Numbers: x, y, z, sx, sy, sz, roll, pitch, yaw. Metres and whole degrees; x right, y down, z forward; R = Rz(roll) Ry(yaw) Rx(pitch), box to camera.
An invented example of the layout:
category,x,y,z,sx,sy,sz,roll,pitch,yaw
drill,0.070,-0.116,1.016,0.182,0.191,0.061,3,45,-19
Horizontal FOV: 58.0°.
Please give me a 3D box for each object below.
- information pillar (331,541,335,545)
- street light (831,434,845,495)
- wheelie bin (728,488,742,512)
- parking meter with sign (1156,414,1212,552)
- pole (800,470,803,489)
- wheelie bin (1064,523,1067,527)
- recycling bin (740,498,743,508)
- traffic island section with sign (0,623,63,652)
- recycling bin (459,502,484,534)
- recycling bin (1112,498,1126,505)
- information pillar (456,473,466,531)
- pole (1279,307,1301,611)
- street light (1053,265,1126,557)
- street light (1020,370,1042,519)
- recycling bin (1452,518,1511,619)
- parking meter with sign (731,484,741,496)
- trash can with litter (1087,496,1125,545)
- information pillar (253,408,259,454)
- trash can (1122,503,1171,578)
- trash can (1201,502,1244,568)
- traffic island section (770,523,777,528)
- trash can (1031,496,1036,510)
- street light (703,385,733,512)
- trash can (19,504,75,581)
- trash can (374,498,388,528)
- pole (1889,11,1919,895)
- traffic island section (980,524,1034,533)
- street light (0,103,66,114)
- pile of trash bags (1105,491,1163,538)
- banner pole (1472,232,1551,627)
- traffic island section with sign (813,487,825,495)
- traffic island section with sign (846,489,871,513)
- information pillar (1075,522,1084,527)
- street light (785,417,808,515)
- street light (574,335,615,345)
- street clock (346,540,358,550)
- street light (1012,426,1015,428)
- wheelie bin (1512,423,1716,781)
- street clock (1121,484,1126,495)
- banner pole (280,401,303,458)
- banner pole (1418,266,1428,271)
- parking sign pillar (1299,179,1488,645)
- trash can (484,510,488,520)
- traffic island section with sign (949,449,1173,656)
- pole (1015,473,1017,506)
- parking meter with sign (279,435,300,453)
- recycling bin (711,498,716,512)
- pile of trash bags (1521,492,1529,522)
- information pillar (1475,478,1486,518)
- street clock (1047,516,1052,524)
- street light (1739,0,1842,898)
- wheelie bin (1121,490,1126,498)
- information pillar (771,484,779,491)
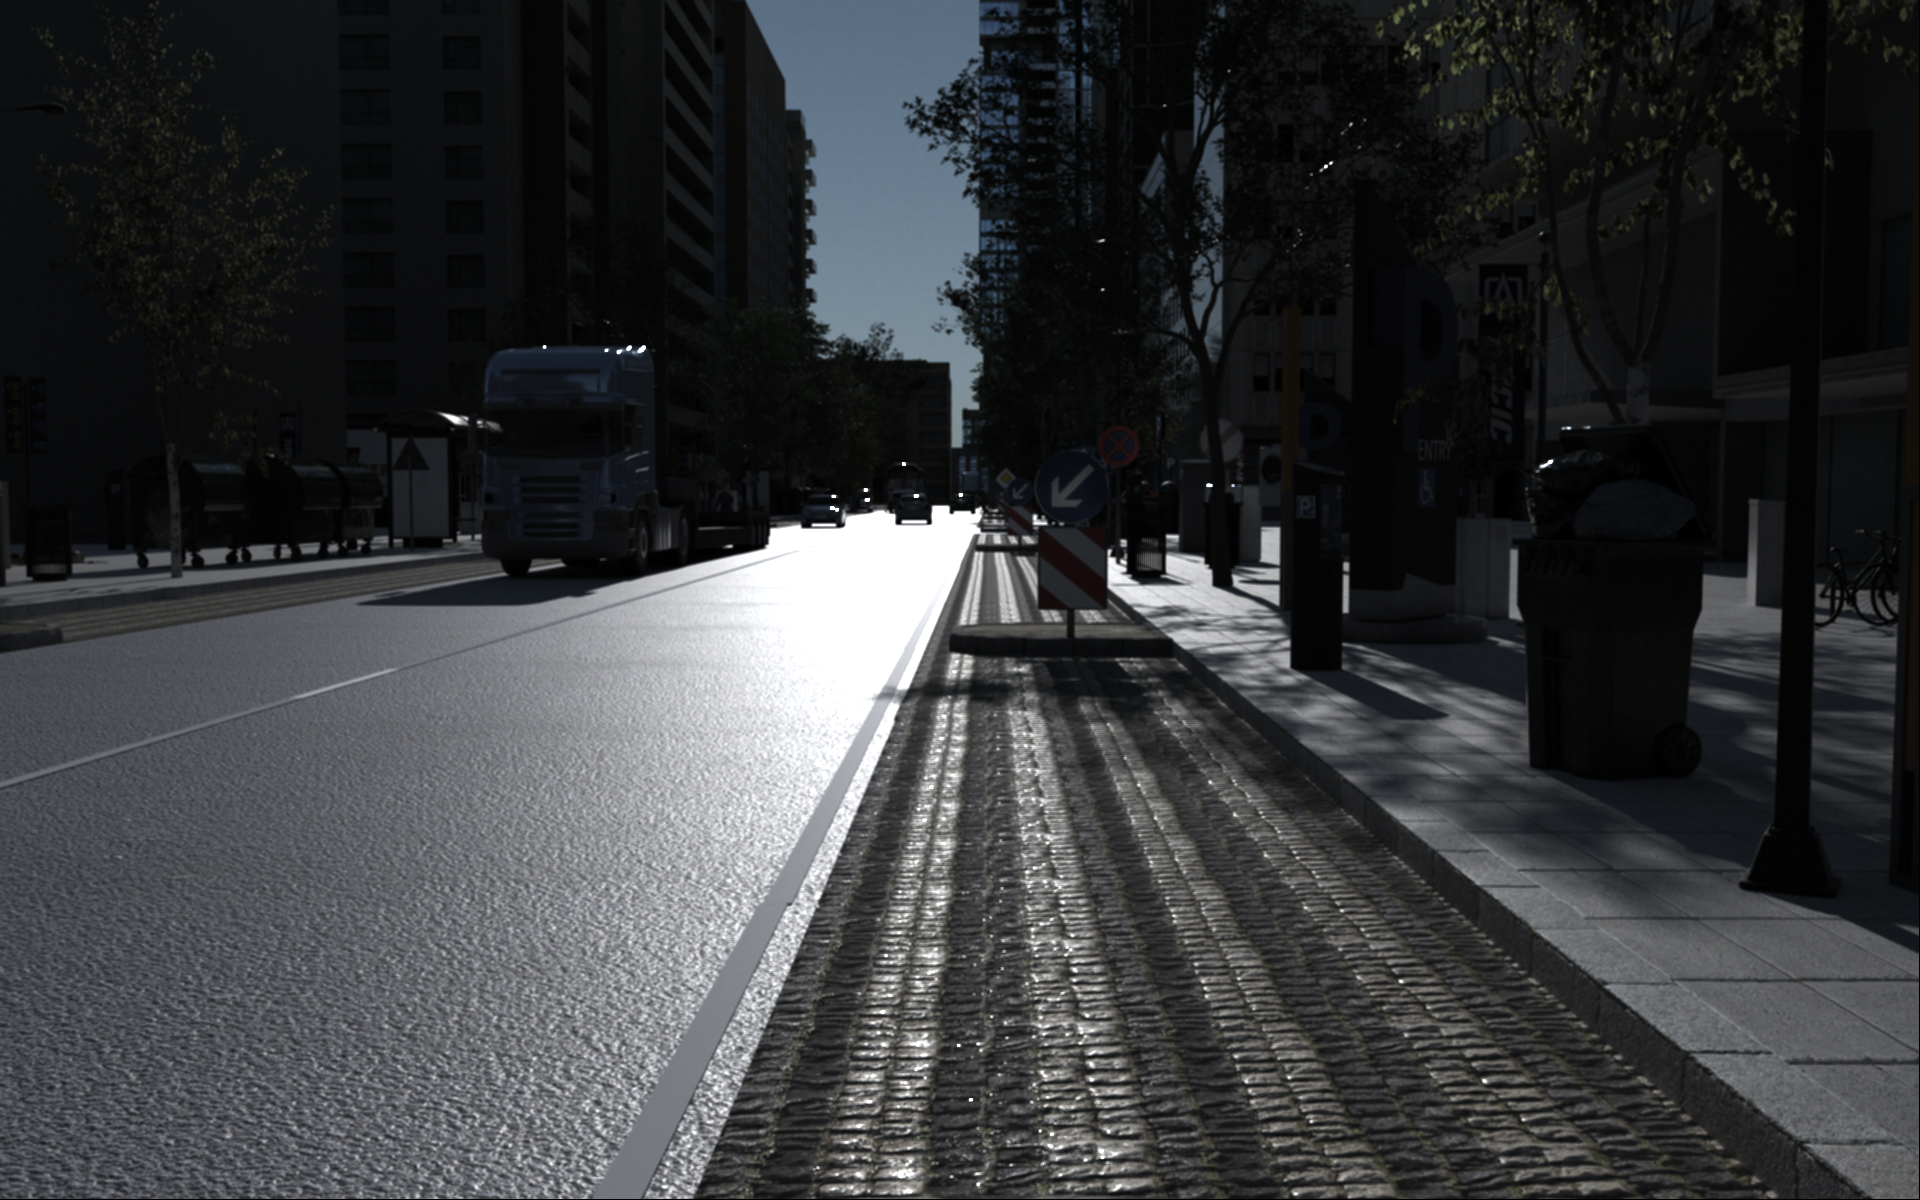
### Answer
category,x,y,z,sx,sy,sz,roll,pitch,yaw
information pillar,-16.020,-2.406,43.830,0.304,2.012,0.304,0,4,-4
street light,-9.466,-9.912,134.594,1.470,5.913,1.316,0,4,1
wheelie bin,-11.678,-4.962,89.038,0.980,1.594,0.693,0,4,4
parking meter with sign,5.229,-2.568,38.243,1.738,3.016,0.543,0,4,-6
pole,-11.075,-7.774,120.954,0.158,3.312,0.155,0,3,0
wheelie bin,4.162,-3.370,63.002,0.980,1.594,0.693,2,4,31
recycling bin,-13.688,-5.667,105.209,0.722,1.027,0.722,3,5,41
traffic island section with sign,-9.627,-0.461,16.162,1.989,1.847,2.006,0,4,1
recycling bin,-15.757,-2.649,55.863,0.722,1.027,0.722,-1,4,-21
recycling bin,9.517,-5.585,103.870,0.722,1.027,0.722,-1,4,-9
information pillar,-17.267,-3.382,59.788,0.304,2.012,0.304,2,4,26
pole,3.617,-1.537,18.980,0.158,3.312,0.155,0,3,0
street light,2.678,-3.835,35.242,1.470,5.913,1.316,0,4,1
street light,3.097,-5.654,64.977,1.470,5.913,1.316,0,4,1
recycling bin,5.203,-0.332,17.979,0.722,1.027,0.722,-2,4,-31
parking meter with sign,-16.637,-8.081,128.392,1.738,3.016,0.543,-1,4,-20
trash can with litter,3.531,-1.954,43.337,0.624,1.170,1.055,2,4,34
information pillar,-19.062,-3.400,46.950,0.183,3.616,0.504,-1,4,-16
trash can,2.873,-0.920,26.688,0.748,1.137,0.748,0,3,0
trash can,4.558,-1.128,30.096,0.748,1.137,0.748,0,3,0
traffic island section,-8.924,-3.163,73.995,2.009,0.180,2.903,0,4,1
trash can,6.127,-7.952,141.669,0.748,1.137,0.748,0,3,0
street light,-10.369,-6.204,73.978,1.470,5.913,1.316,0,4,1
trash can,-13.517,-0.858,25.686,0.748,1.137,0.748,0,3,0
trash can,-22.115,-3.333,66.152,0.748,1.137,0.748,0,3,0
pole,3.140,-0.714,5.525,0.158,3.312,0.155,0,3,0
traffic island section,1.775,-2.663,65.816,2.009,0.180,2.903,0,4,1
street light,-11.315,-2.947,20.724,1.470,5.913,1.316,0,4,1
pile of trash bags,5.127,-2.505,50.702,1.912,1.369,3.447,-1,4,-16
banner pole,5.354,-1.628,16.629,0.863,3.779,0.401,0,4,0
traffic island section with sign,-8.132,-5.602,100.214,1.989,1.847,2.006,0,4,1
traffic island section with sign,-7.648,-7.312,128.172,1.989,1.847,2.006,0,4,1
information pillar,3.242,-2.637,47.606,0.304,2.012,0.304,3,4,38
street light,-9.822,-8.034,103.893,1.470,5.913,1.316,0,4,1
street light,-10.772,-4.785,50.770,1.470,5.913,1.316,0,4,1
street clock,-13.971,-2.151,39.733,0.471,2.002,0.358,-3,5,-43
street light,3.494,-7.044,87.707,1.470,5.913,1.316,0,4,1
wheelie bin,2.992,-0.004,7.976,0.693,1.594,0.980,-1,4,-21
street clock,11.989,-7.495,127.108,0.358,2.002,0.471,-3,5,-44
banner pole,-18.014,-3.476,46.847,0.863,3.779,0.401,1,4,13
banner pole,4.941,-1.790,19.289,0.401,3.779,0.863,-2,4,-33
parking sign pillar,3.957,-1.644,15.353,1.447,3.967,1.447,3,5,40
trash can,-13.105,-2.271,48.784,0.748,1.137,0.748,0,3,0
traffic island section with sign,0.903,-0.463,16.202,1.989,1.847,2.006,0,4,1
pole,4.671,-9.221,144.609,0.158,3.312,0.155,0,3,0
parking meter with sign,-19.520,-3.283,49.933,0.543,3.016,1.738,0,4,-7
recycling bin,-16.334,-6.390,117.028,0.722,1.027,0.722,2,4,31
pile of trash bags,27.566,-4.273,79.614,3.447,1.369,1.912,1,4,10
information pillar,21.999,-4.202,73.202,0.304,2.012,0.304,3,5,39
street clock,3.814,-4.215,73.486,0.358,2.002,0.471,1,4,12
street light,2.179,-2.016,5.509,1.470,5.913,1.316,0,4,1
wheelie bin,11.997,-7.162,125.005,0.693,1.594,0.980,0,4,-8
information pillar,-13.369,-7.297,123.801,0.304,2.012,0.304,-3,5,-44
